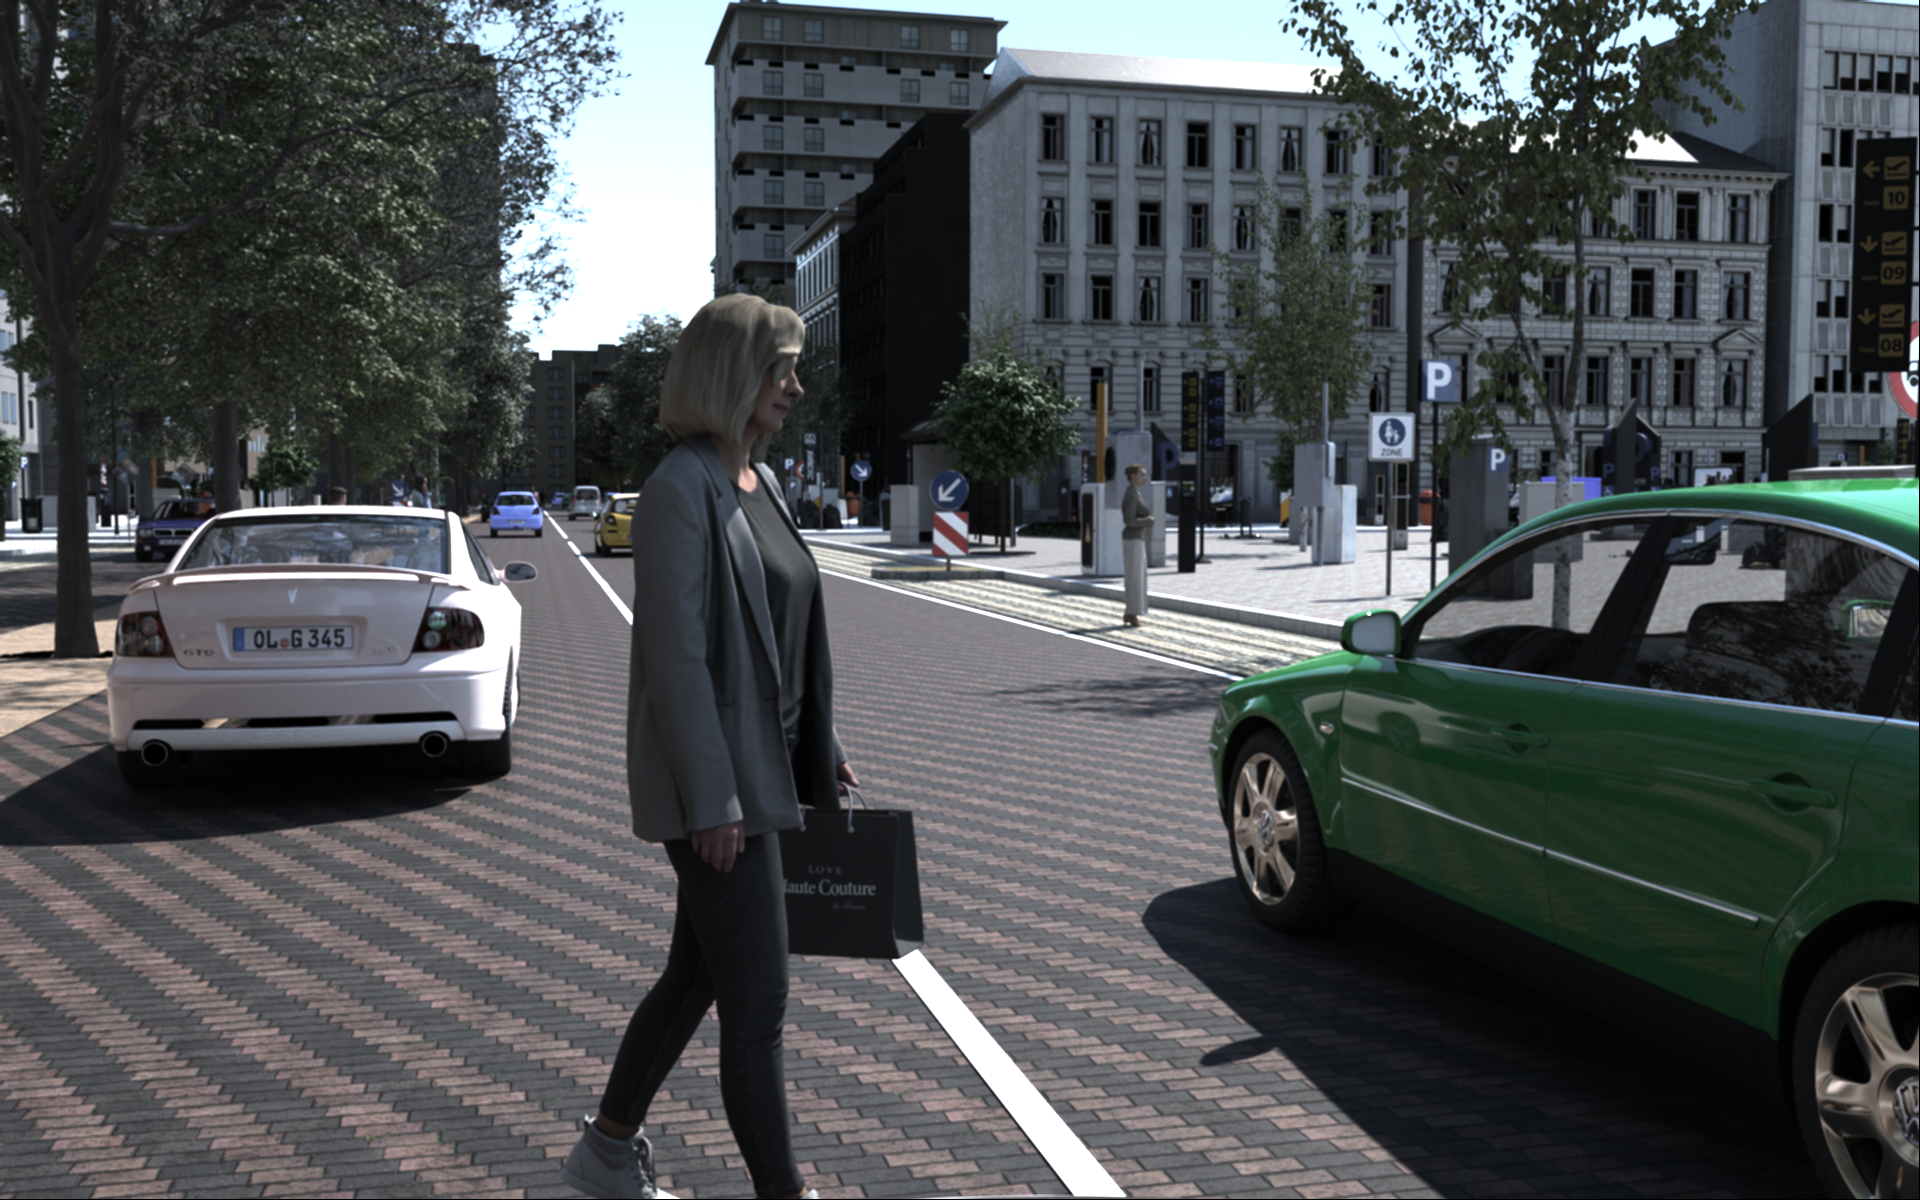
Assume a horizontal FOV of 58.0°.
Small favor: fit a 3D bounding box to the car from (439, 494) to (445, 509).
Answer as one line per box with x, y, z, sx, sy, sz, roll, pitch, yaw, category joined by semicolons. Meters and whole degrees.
-44.321;-8.513;147.980;1.959;1.807;4.718;-1;4;-14;car

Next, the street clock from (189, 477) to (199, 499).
-32.297;-4.188;73.047;0.358;2.002;0.471;-2;4;-27;street clock

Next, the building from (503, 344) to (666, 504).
-47.833;-24.065;238.504;28.899;21.520;27.650;-1;4;-14;building

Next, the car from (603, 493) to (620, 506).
-27.326;-7.787;136.903;1.945;1.707;3.694;-1;4;-13;car

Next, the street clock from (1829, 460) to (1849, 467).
18.615;-1.967;36.729;0.471;2.002;0.358;-3;5;-40;street clock

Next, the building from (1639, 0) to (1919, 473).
47.268;-16.602;89.460;19.932;24.808;12.078;-1;4;-14;building

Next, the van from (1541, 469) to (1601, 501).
22.060;-3.548;62.399;5.245;2.365;2.240;-1;4;-13;van

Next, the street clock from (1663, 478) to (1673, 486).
32.165;-4.533;78.684;0.358;2.002;0.471;0;4;-7;street clock

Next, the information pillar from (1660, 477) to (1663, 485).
30.177;-4.312;74.999;0.304;2.012;0.304;-2;4;-32;information pillar

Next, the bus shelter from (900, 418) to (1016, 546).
0.019;-3.092;44.477;2.014;3.302;5.546;-1;4;-14;bus shelter

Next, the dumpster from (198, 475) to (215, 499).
-37.514;-5.167;86.969;1.502;2.255;1.985;-1;4;-14;dumpster

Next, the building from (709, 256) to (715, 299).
-22.296;-33.897;246.102;23.993;40.220;32.217;-1;4;-14;building

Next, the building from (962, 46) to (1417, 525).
10.140;-14.059;79.008;18.267;20.994;9.793;-1;4;-14;building

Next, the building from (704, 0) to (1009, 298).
-11.665;-36.576;187.259;28.713;52.752;27.495;-1;4;-14;building

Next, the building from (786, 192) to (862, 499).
-5.713;-18.195;126.374;11.050;23.489;19.941;-1;4;-14;building

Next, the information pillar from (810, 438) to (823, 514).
-5.526;-4.598;66.534;0.504;3.616;0.183;0;4;-5;information pillar

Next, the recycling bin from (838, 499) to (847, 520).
-6.013;-4.439;85.134;0.722;1.027;0.722;2;4;29;recycling bin

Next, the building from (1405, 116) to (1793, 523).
28.247;-13.420;84.050;19.286;19.102;10.561;-1;4;-14;building

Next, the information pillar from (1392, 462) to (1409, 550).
10.109;-2.158;39.770;0.304;2.012;0.304;0;4;1;information pillar

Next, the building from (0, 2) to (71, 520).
-56.667;-32.938;80.539;21.231;58.520;28.212;-1;4;-14;building

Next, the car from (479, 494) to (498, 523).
-23.608;-4.823;88.645;2.009;1.686;4.222;-1;4;-14;car

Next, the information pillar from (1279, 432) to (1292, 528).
12.340;-4.528;65.382;0.504;3.616;0.183;1;4;16;information pillar

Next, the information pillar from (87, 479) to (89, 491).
-43.670;-5.017;86.514;0.304;2.012;0.304;-3;4;-37;information pillar

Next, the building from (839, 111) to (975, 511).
-0.160;-17.106;109.356;12.332;23.373;15.834;-1;4;-14;building

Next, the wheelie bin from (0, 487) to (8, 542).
-25.916;-2.357;46.445;0.693;1.594;0.980;-2;4;-29;wheelie bin

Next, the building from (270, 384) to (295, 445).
-76.869;-24.938;179.434;14.107;30.474;14.160;-1;4;-14;building

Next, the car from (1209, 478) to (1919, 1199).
2.195;0.259;4.564;1.959;1.807;4.718;-1;4;-15;car

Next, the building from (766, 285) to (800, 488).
-5.480;-19.309;160.747;27.650;21.520;28.899;-1;4;-14;building

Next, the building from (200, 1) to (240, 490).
-69.573;-50.307;135.195;22.319;86.520;31.000;-1;4;-14;building

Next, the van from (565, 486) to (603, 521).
-20.474;-5.353;94.534;2.013;2.044;4.112;-1;4;-16;van

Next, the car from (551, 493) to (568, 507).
-43.652;-10.974;189.007;1.945;1.707;3.694;-1;4;-15;car

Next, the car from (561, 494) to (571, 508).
-40.271;-10.415;179.083;1.959;1.807;4.718;-1;4;-15;car

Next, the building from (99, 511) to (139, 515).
-57.436;-28.176;110.782;14.600;45.320;14.200;-1;4;-14;building

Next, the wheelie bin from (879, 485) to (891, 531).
-2.406;-3.195;60.153;0.693;1.594;0.980;1;4;14;wheelie bin

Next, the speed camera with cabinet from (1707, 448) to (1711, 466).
32.244;-4.835;73.389;0.660;3.252;2.038;0;4;-5;speed camera with cabinet

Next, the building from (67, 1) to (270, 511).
-72.214;-31.137;159.205;14.600;45.320;14.200;-1;4;-14;building

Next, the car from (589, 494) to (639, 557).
-7.730;-1.885;41.044;2.015;1.641;3.980;-1;4;-15;car

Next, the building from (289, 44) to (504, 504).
-74.816;-41.930;227.559;28.212;58.520;21.231;-1;4;-14;building

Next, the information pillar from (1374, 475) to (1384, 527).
16.454;-3.883;67.977;0.304;2.012;0.304;0;4;1;information pillar

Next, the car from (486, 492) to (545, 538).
-14.972;-2.985;58.389;1.945;1.707;3.694;-1;4;-15;car

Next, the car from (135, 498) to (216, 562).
-16.875;-1.559;38.069;1.945;1.354;3.894;-1;4;-13;car

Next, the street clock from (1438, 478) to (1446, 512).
19.940;-4.105;71.683;0.358;2.002;0.471;2;4;28;street clock

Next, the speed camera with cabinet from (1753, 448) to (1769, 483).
34.569;-4.963;75.477;0.660;3.252;2.038;0;4;-7;speed camera with cabinet

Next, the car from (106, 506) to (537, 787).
-3.515;0.144;10.007;2.083;1.381;4.827;-1;4;-13;car

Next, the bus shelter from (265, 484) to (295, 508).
-38.599;-6.434;99.125;2.014;3.302;5.546;-1;4;-14;bus shelter

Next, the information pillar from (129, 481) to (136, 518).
-43.961;-5.348;91.925;0.304;2.012;0.304;-2;4;-34;information pillar

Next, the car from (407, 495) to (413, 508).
-37.921;-6.671;121.438;2.083;1.381;4.827;-1;4;-14;car
